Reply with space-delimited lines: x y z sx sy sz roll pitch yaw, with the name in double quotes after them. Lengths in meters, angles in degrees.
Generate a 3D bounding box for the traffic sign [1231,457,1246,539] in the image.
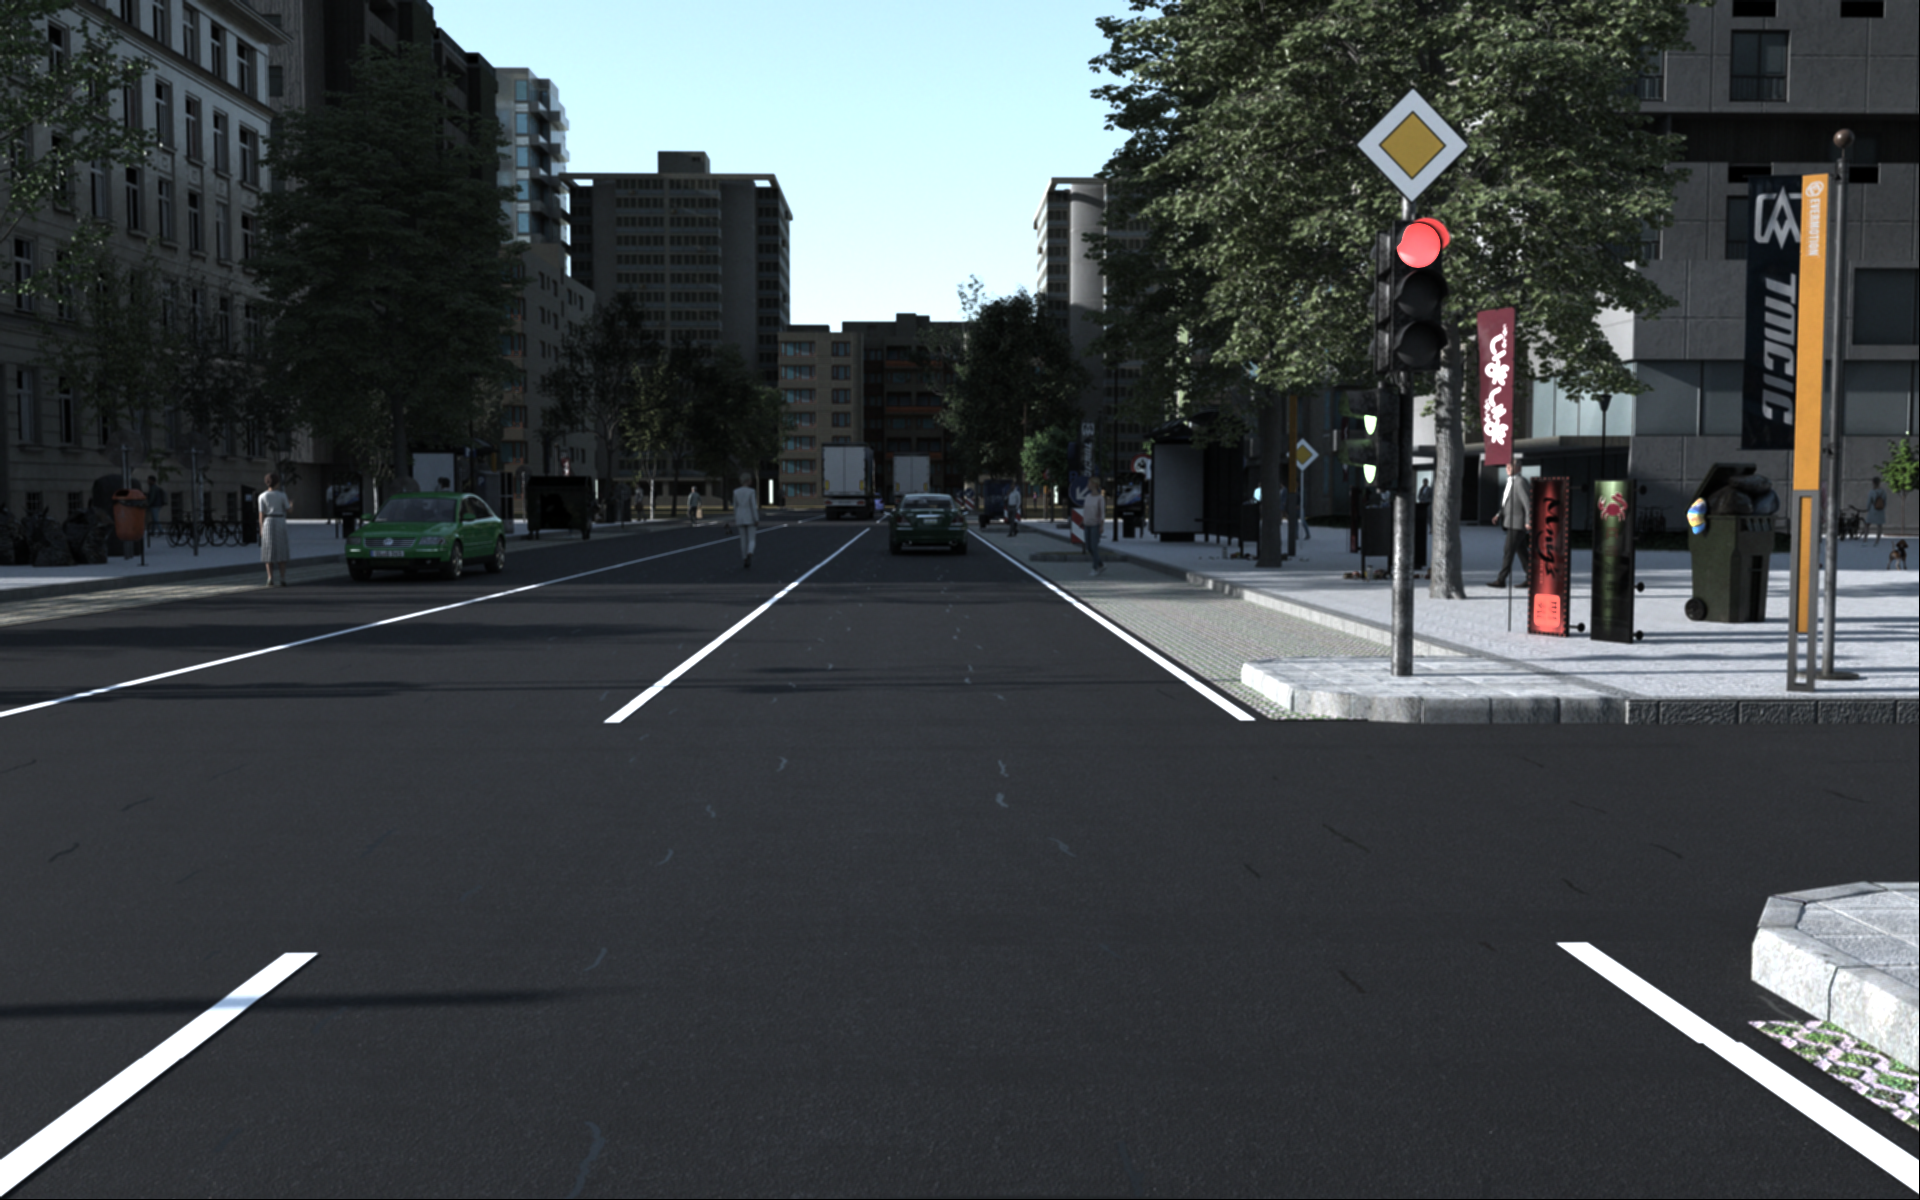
7.718 -3.002 49.187 0.768 2.556 0.104 0 4 4 "traffic sign"

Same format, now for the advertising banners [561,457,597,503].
-18.135 -5.272 82.378 2.074 3.025 0.090 2 4 28 "advertising banners"

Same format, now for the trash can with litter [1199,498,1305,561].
5.851 -1.395 33.862 1.678 1.210 2.233 -2 4 -31 "trash can with litter"

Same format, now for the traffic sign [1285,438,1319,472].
8.005 -2.489 40.430 0.795 2.593 0.064 0 4 -1 "traffic sign"

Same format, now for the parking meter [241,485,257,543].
-18.578 -2.254 45.264 0.372 1.533 0.369 0 3 0 "parking meter"

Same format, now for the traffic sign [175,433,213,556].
-15.905 -2.194 35.970 0.768 2.556 0.104 0 4 0 "traffic sign"

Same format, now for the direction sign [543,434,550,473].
-15.570 -4.479 65.232 0.379 3.537 0.876 -2 4 -27 "direction sign"

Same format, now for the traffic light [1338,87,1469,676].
3.108 -1.420 12.142 0.839 4.253 0.868 0 4 -1 "traffic light"

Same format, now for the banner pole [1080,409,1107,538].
3.911 -3.726 50.944 0.863 3.779 0.401 -1 4 -18 "banner pole"

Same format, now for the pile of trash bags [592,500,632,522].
-16.565 -4.268 79.539 1.912 1.369 3.447 -3 5 -41 "pile of trash bags"

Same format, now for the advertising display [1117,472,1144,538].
4.961 -2.787 50.777 0.974 1.923 0.123 3 4 38 "advertising display"

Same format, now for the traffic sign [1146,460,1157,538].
5.680 -2.941 50.207 0.606 2.300 0.079 0 4 6 "traffic sign"

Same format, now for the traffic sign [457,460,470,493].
-18.742 -3.970 65.011 0.768 2.556 0.104 0 4 -1 "traffic sign"

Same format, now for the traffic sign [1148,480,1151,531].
6.582 -3.666 60.053 0.768 2.556 0.104 0 4 0 "traffic sign"

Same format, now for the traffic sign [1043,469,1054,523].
4.005 -4.630 75.800 0.768 2.556 0.104 0 4 7 "traffic sign"

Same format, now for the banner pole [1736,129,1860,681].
5.834 -1.345 12.012 0.863 3.779 0.401 0 4 5 "banner pole"

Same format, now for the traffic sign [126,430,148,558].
-16.548 -2.103 34.498 0.768 2.556 0.104 0 4 1 "traffic sign"

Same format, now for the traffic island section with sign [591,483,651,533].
-12.519 -3.395 64.140 1.989 1.847 2.006 0 4 -1 "traffic island section with sign"

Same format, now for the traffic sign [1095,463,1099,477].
4.970 -4.081 66.831 0.768 2.556 0.104 0 4 -1 "traffic sign"

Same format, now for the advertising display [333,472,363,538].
-17.712 -2.748 50.144 0.974 1.923 0.123 1 4 21 "advertising display"

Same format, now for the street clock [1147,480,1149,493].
8.411 -4.357 75.802 0.358 2.002 0.471 -2 4 -28 "street clock"

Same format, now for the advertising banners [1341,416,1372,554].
8.629 -2.546 37.809 0.090 3.025 2.074 0 4 -4 "advertising banners"

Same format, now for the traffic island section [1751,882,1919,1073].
3.356 1.101 4.275 2.009 0.180 2.903 0 4 -1 "traffic island section"

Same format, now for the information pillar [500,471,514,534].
-14.722 -3.166 56.263 0.304 2.012 0.304 2 4 34 "information pillar"

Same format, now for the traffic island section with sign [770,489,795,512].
-14.537 -8.118 141.350 1.989 1.847 2.006 0 4 -1 "traffic island section with sign"

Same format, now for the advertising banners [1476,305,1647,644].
5.349 -1.187 15.600 0.090 3.025 2.074 -2 4 -25 "advertising banners"

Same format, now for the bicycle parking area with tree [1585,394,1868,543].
20.685 -3.755 48.394 9.016 4.147 8.231 -3 4 -38 "bicycle parking area with tree"

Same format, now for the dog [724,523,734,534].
-8.176 -2.537 61.676 0.550 0.427 0.748 3 5 44 "dog"

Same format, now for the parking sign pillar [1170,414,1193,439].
7.700 -4.263 58.167 1.447 3.967 1.447 -1 4 -17 "parking sign pillar"

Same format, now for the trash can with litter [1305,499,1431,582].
6.717 -0.934 26.329 2.233 1.210 1.678 -2 4 -26 "trash can with litter"

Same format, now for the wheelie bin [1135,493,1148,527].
6.827 -3.602 66.807 0.693 1.594 0.980 1 4 21 "wheelie bin"

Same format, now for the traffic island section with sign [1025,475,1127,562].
2.501 -1.747 37.184 1.989 1.847 2.006 0 4 -1 "traffic island section with sign"

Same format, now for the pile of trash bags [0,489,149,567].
-16.064 -1.318 31.308 3.447 1.369 1.912 1 4 20 "pile of trash bags"

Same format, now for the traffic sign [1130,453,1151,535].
5.699 -3.302 54.092 0.768 2.556 0.104 0 4 6 "traffic sign"

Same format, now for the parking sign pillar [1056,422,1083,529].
4.297 -4.632 64.202 1.447 3.967 1.447 1 4 12 "parking sign pillar"

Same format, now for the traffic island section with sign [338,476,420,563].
-11.804 -1.704 36.486 1.989 1.847 2.006 0 4 -1 "traffic island section with sign"

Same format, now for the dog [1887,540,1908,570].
15.894 -0.766 29.356 0.406 0.507 0.540 0 4 7 "dog"

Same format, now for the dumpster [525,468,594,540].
-12.455 -2.994 53.909 1.985 2.255 1.502 0 4 -3 "dumpster"

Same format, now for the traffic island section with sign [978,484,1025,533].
1.792 -3.418 64.517 1.989 1.847 2.006 0 4 -1 "traffic island section with sign"

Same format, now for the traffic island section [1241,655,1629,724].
3.148 0.613 12.257 2.009 0.180 2.903 0 4 -1 "traffic island section"

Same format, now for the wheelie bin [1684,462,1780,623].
7.803 -0.584 17.455 0.980 1.594 0.693 -2 4 -29 "wheelie bin"

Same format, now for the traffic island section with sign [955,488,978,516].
0.494 -6.474 114.475 1.989 1.847 2.006 0 4 -1 "traffic island section with sign"

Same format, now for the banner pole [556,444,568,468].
-19.781 -5.866 85.930 0.401 3.779 0.863 3 5 42 "banner pole"

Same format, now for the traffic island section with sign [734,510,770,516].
-13.830 -6.468 114.379 1.989 1.847 2.006 0 4 -1 "traffic island section with sign"

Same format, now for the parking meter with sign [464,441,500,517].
-15.658 -3.750 57.578 0.543 3.016 1.738 2 4 26 "parking meter with sign"

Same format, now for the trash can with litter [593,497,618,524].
-15.461 -3.933 75.692 0.624 1.170 1.055 3 5 42 "trash can with litter"
